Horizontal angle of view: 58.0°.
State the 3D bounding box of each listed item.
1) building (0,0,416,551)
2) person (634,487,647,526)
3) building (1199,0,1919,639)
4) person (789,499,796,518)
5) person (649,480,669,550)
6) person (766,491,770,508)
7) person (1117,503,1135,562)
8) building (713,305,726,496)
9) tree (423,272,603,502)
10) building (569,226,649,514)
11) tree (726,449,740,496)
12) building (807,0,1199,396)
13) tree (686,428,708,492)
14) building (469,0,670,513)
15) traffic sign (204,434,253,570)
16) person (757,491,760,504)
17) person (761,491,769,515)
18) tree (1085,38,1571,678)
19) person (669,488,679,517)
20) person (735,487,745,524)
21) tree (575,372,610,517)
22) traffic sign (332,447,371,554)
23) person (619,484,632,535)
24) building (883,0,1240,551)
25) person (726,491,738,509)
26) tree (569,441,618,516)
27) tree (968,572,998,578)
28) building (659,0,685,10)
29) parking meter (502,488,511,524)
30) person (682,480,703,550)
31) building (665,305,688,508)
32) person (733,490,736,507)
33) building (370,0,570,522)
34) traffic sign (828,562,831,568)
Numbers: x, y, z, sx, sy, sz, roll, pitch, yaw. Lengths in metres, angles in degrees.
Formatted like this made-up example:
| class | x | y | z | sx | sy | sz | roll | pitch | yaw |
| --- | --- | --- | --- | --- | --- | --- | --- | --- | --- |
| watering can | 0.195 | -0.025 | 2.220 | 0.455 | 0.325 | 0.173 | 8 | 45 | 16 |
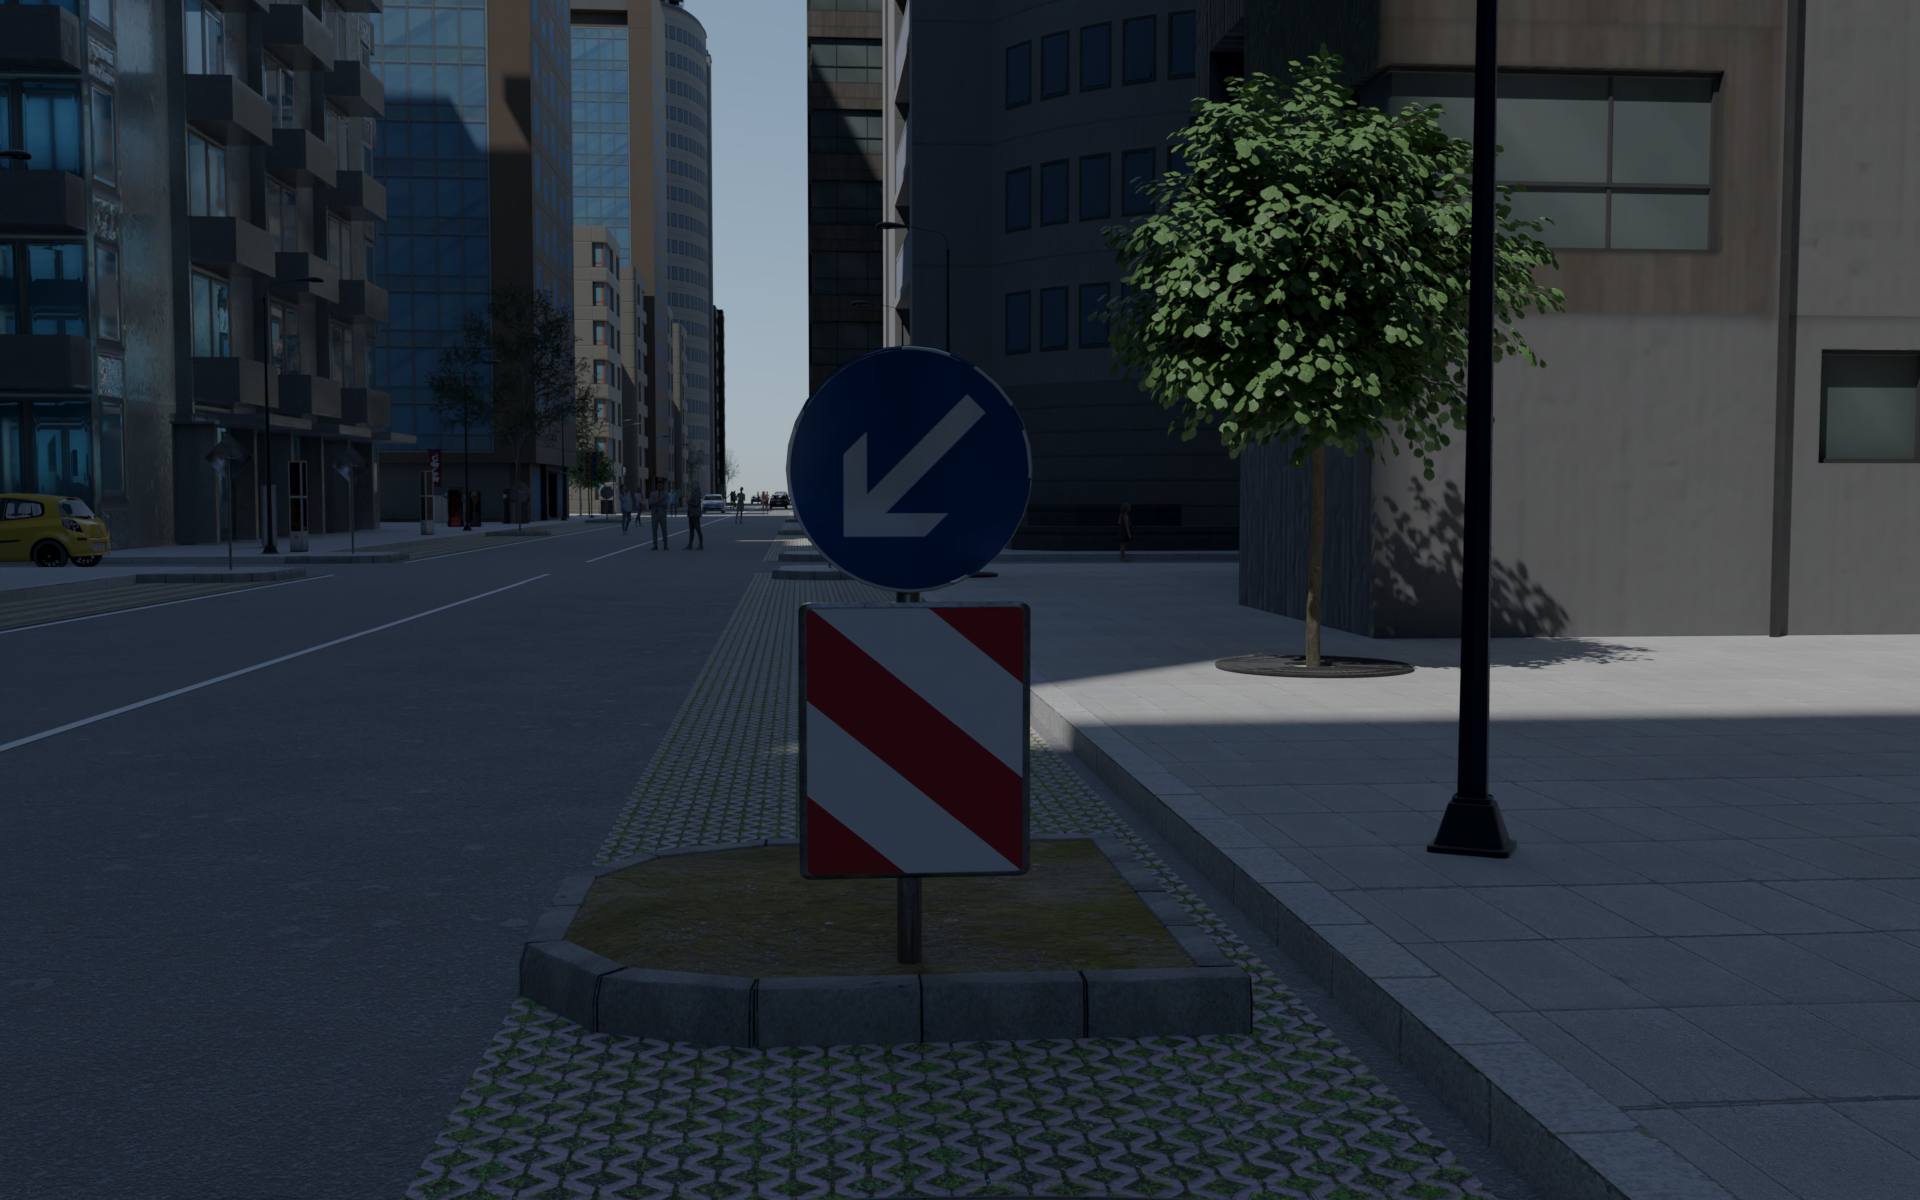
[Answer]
| class | x | y | z | sx | sy | sz | roll | pitch | yaw |
| --- | --- | --- | --- | --- | --- | --- | --- | --- | --- |
| building | -29.817 | -26.263 | 49.003 | 23.786 | 49.044 | 30.456 | 0 | 4 | -5 |
| person | -14.222 | -4.131 | 76.632 | 0.643 | 1.750 | 0.593 | -3 | 5 | -41 |
| building | 10.030 | -15.301 | 21.878 | 14.160 | 30.474 | 14.107 | 0 | 4 | -5 |
| person | -9.689 | -5.704 | 101.873 | 0.709 | 1.813 | 0.853 | -1 | 4 | -15 |
| person | -7.715 | -2.186 | 44.426 | 0.511 | 1.800 | 0.466 | -1 | 4 | -16 |
| person | -20.404 | -10.688 | 183.968 | 1.217 | 1.735 | 0.721 | 3 | 5 | 43 |
| person | 3.506 | -1.428 | 36.523 | 0.373 | 1.253 | 0.362 | 0 | 4 | -2 |
| building | -42.590 | -29.861 | 259.930 | 14.160 | 30.474 | 14.107 | 0 | 4 | -5 |
| tree | -19.108 | -8.529 | 73.867 | 8.767 | 10.594 | 7.601 | 1 | 4 | 12 |
| building | -37.887 | -17.135 | 125.204 | 27.650 | 21.520 | 28.899 | 0 | 4 | -5 |
| tree | -36.525 | -19.617 | 271.104 | 4.360 | 8.622 | 3.978 | 0 | 3 | 0 |
| building | 0.905 | -18.217 | 69.544 | 14.160 | 30.474 | 14.107 | 0 | 4 | -5 |
| tree | -29.436 | -14.468 | 186.906 | 4.360 | 8.622 | 3.978 | 0 | 3 | 0 |
| building | -32.400 | -30.401 | 147.163 | 14.600 | 45.320 | 14.200 | 0 | 4 | -5 |
| traffic sign | -12.263 | -1.555 | 29.071 | 0.795 | 2.450 | 0.064 | 0 | 4 | -5 |
| person | -28.740 | -14.582 | 246.932 | 0.705 | 1.822 | 1.348 | 0 | 4 | 2 |
| person | -13.421 | -6.676 | 119.114 | 0.415 | 1.643 | 0.593 | 3 | 5 | 44 |
| tree | 2.627 | -1.763 | 12.535 | 4.285 | 4.588 | 4.351 | 0 | 3 | 0 |
| person | -18.053 | -6.151 | 109.091 | 0.660 | 1.820 | 0.620 | 0 | 4 | -7 |
| person | -10.492 | -4.522 | 82.773 | 0.599 | 1.781 | 0.374 | -2 | 4 | -29 |
| tree | -21.751 | -9.055 | 98.409 | 4.360 | 8.622 | 3.978 | 0 | 3 | 0 |
| traffic sign | -12.994 | -2.042 | 37.023 | 0.795 | 2.450 | 0.064 | 0 | 4 | -5 |
| person | -11.798 | -3.200 | 61.085 | 0.793 | 1.790 | 0.793 | 0 | 4 | -4 |
| building | 12.339 | -30.924 | 47.603 | 28.212 | 58.520 | 21.231 | 0 | 4 | -5 |
| person | -21.514 | -9.435 | 163.582 | 1.217 | 1.723 | 0.721 | -1 | 4 | -19 |
| tree | -22.192 | -7.318 | 103.363 | 4.285 | 4.588 | 4.351 | 0 | 3 | 0 |
| tree | 0.183 | -1.980 | 26.980 | 1.663 | 3.219 | 1.824 | 0 | 3 | 0 |
| building | -44.930 | -56.436 | 235.398 | 22.319 | 86.520 | 31.000 | 0 | 4 | -5 |
| parking meter | -19.537 | -4.046 | 74.558 | 0.372 | 1.533 | 0.369 | 0 | 3 | 0 |
| person | -6.868 | -2.193 | 44.540 | 0.526 | 1.800 | 0.537 | -1 | 4 | -15 |
| building | -41.440 | -19.793 | 168.661 | 27.650 | 21.520 | 28.899 | 0 | 4 | -5 |
| person | -24.095 | -10.800 | 185.070 | 0.705 | 1.826 | 1.348 | 0 | 4 | 4 |
| building | -26.766 | -26.529 | 83.862 | 14.600 | 45.320 | 14.200 | 0 | 4 | -5 |
| traffic sign | -2.259 | -1.610 | 29.967 | 0.795 | 2.450 | 0.064 | 0 | 4 | -5 |
